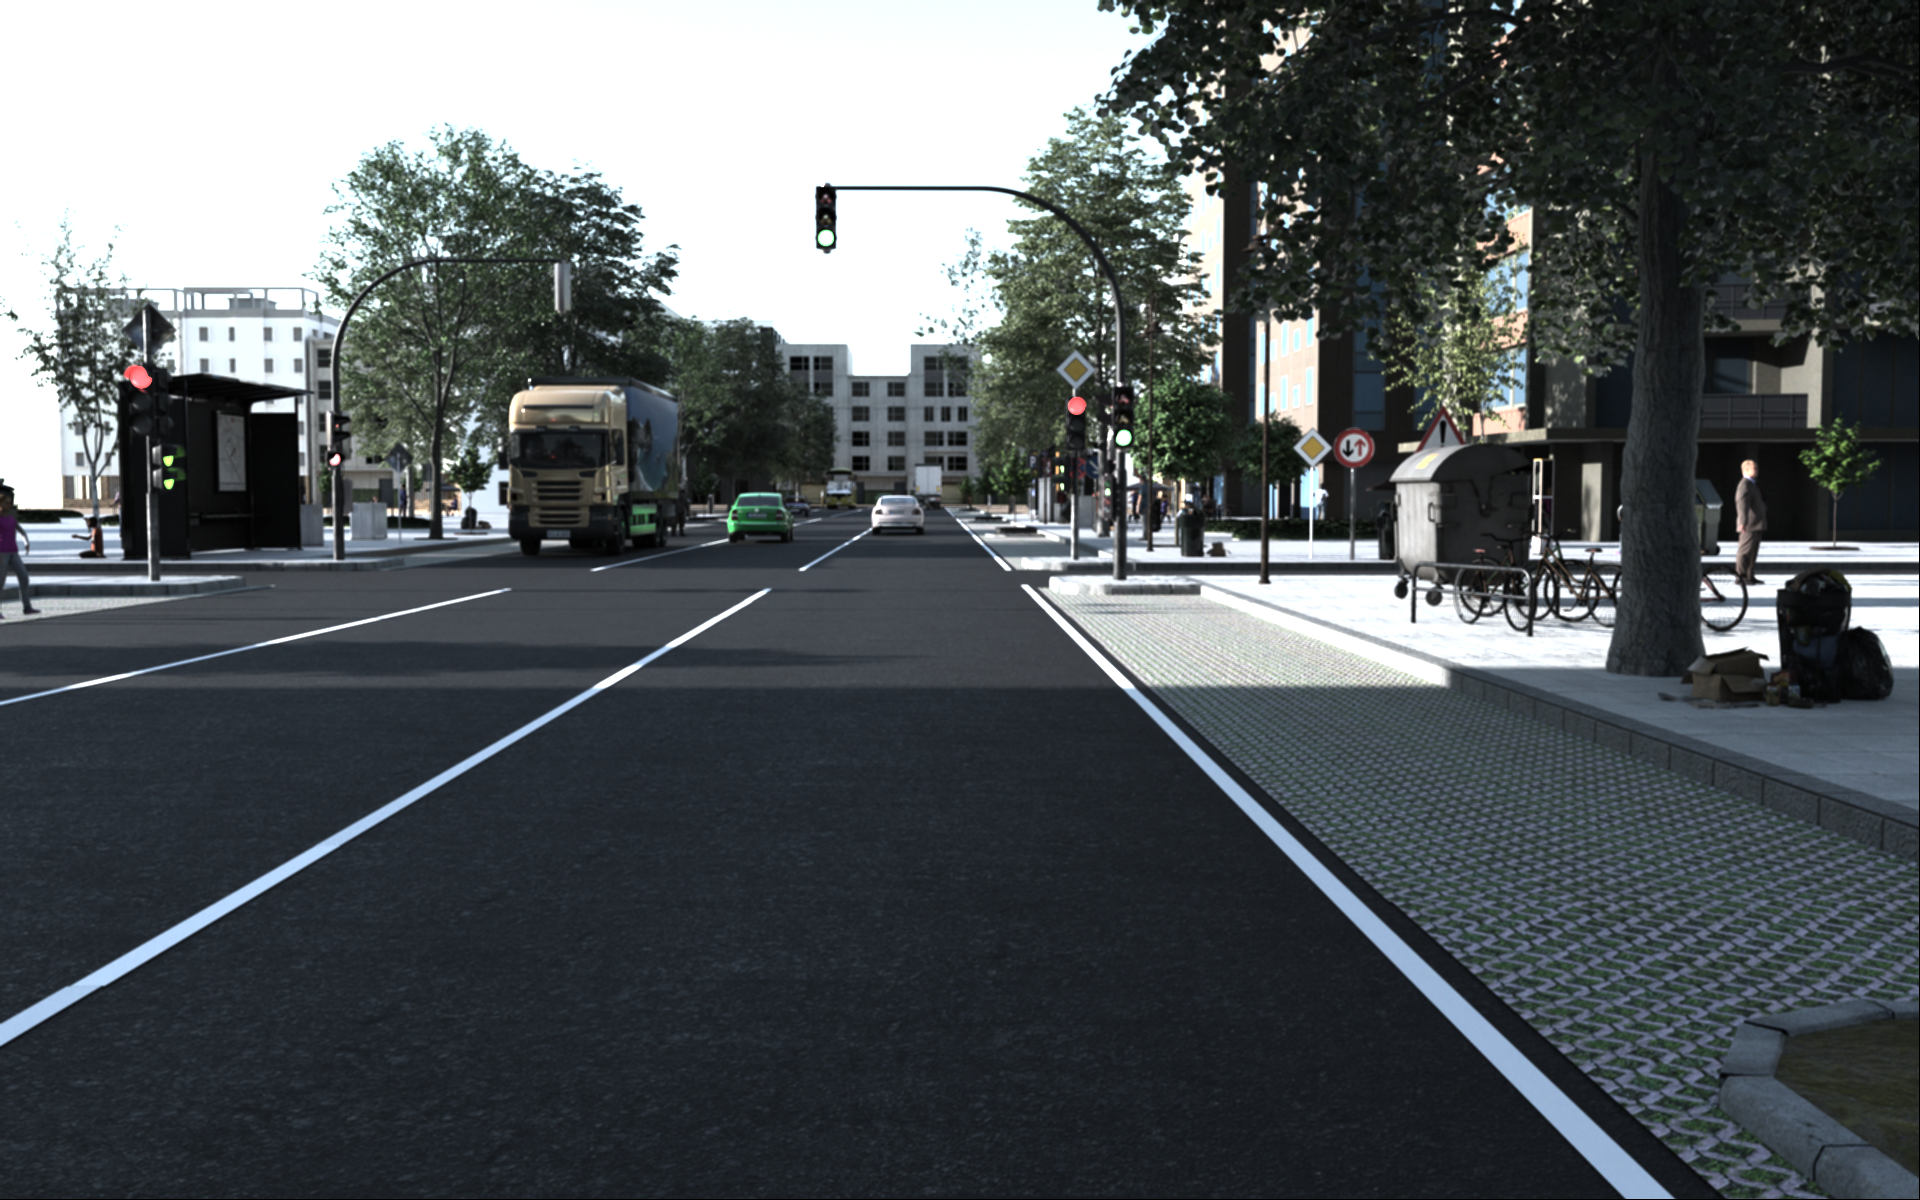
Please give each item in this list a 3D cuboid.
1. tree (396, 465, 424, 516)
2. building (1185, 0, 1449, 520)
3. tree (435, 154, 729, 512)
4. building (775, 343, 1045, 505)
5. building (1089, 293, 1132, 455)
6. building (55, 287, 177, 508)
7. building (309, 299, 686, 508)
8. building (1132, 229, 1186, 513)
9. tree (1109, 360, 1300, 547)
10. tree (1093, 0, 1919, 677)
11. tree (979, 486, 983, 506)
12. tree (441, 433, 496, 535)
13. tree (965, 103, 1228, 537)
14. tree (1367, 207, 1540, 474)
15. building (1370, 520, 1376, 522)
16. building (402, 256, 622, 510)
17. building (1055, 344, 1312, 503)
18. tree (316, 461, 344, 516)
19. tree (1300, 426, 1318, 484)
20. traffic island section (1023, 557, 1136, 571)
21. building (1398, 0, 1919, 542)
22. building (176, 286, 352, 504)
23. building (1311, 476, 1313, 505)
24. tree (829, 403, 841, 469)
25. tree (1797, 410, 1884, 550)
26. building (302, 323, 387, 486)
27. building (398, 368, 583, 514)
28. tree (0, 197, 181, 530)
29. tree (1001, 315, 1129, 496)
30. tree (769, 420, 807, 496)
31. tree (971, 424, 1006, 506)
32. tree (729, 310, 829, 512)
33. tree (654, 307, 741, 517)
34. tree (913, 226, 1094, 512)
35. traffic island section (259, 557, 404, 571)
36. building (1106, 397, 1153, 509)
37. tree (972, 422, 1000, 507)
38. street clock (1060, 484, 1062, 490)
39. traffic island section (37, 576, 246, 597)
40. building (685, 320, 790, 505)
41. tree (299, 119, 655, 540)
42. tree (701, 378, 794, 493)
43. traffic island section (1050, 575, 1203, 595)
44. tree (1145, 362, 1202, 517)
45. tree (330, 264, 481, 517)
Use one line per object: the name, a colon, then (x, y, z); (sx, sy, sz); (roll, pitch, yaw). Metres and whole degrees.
tree: (-32.449, -6.633, 103.055); (1.663, 3.219, 1.824); (0, 3, 0)
building: (21.203, -27.612, 101.563); (14.600, 45.320, 14.200); (0, 4, -1)
tree: (-15.114, -9.734, 65.810); (9.857, 13.997, 8.962); (0, 3, 0)
building: (-6.016, -21.124, 211.829); (31.486, 18.905, 16.747); (0, 4, -1)
building: (20.814, -19.113, 168.920); (16.016, 20.091, 11.380); (0, 4, -1)
building: (-76.583, -18.882, 165.145); (11.380, 20.091, 16.016); (0, 4, -1)
building: (-43.166, -18.275, 165.251); (31.486, 18.905, 16.747); (0, 4, -1)
building: (21.726, -16.705, 129.553); (16.016, 20.091, 11.380); (0, 4, -1)
tree: (5.383, -3.575, 42.158); (4.285, 4.588, 4.351); (0, 3, 0)
tree: (5.105, -6.450, 12.119); (9.857, 13.997, 8.962); (0, 3, 0)
tree: (2.333, -11.312, 179.553); (1.663, 3.219, 1.824); (0, 3, 0)
tree: (-15.368, -3.675, 54.684); (1.663, 3.219, 1.824); (0, 3, 0)
tree: (3.932, -8.147, 51.325); (7.486, 12.596, 7.792); (0, 3, 0)
tree: (12.339, -5.617, 42.205); (4.737, 8.622, 4.395); (0, 3, 0)
building: (21.929, -26.257, 79.413); (14.600, 45.320, 14.200); (0, 4, -1)
building: (-36.042, -17.478, 142.185); (16.016, 20.091, 11.380); (0, 4, -1)
building: (25.667, -21.205, 213.164); (31.486, 18.905, 16.747); (0, 4, -1)
tree: (-33.107, -5.865, 90.500); (1.663, 3.219, 1.824); (0, 3, 0)
tree: (11.818, -4.999, 65.448); (4.285, 4.588, 4.351); (0, 3, 0)
traffic island section: (2.269, -0.708, 33.857); (2.009, 0.180, 2.903); (0, 4, -1)
building: (29.519, -24.476, 54.802); (28.867, 44.769, 22.147); (0, 4, -1)
building: (-64.728, -18.838, 164.425); (11.380, 20.091, 16.016); (0, 4, -1)
building: (55.514, -16.350, 209.472); (28.070, 9.664, 9.099); (0, 4, -1)
tree: (-17.441, -17.078, 185.878); (9.857, 13.997, 8.962); (0, 3, 0)
tree: (20.268, -2.761, 39.752); (1.663, 3.219, 1.824); (0, 3, 0)
building: (-71.434, -22.801, 216.775); (32.646, 21.610, 27.936); (0, 4, -1)
building: (-31.054, -11.055, 122.895); (9.099, 9.664, 28.070); (0, 4, -1)
tree: (-21.613, -5.675, 43.148); (4.360, 8.622, 3.978); (0, 3, 0)
tree: (4.625, -7.207, 68.200); (4.360, 8.622, 3.978); (0, 3, 0)
tree: (-17.160, -13.409, 169.593); (4.737, 8.622, 4.395); (0, 3, 0)
tree: (3.168, -13.692, 174.222); (4.737, 8.622, 4.395); (0, 3, 0)
tree: (-15.982, -13.115, 121.083); (9.857, 13.997, 8.962); (0, 3, 0)
tree: (-15.685, -10.423, 96.176); (9.928, 11.665, 9.643); (0, 3, 0)
tree: (3.022, -16.317, 122.675); (12.611, 20.169, 13.585); (0, 3, 0)
traffic island section: (-12.071, -0.694, 33.627); (2.009, 0.180, 2.903); (0, 4, -1)
building: (17.925, -12.682, 149.501); (9.099, 9.664, 28.070); (0, 4, -1)
tree: (3.000, -13.209, 166.322); (4.360, 8.622, 3.978); (0, 3, 0)
street clock: (5.031, -5.121, 88.292); (0.358, 2.002, 0.471); (2, 4, 28)
traffic island section: (-11.940, -0.206, 25.643); (2.009, 0.180, 2.903); (0, 4, -1)
building: (-38.367, -22.797, 216.702); (32.646, 21.610, 27.936); (0, 4, -1)
tree: (-14.588, -7.496, 48.321); (9.928, 11.665, 9.643); (0, 3, 0)
tree: (-16.664, -12.423, 137.535); (7.601, 10.594, 8.767); (2, 4, 24)
traffic island section: (2.400, -0.220, 25.873); (2.009, 0.180, 2.903); (0, 4, -1)
tree: (11.829, -8.867, 95.339); (4.737, 8.622, 4.395); (0, 3, 0)
tree: (-27.189, -10.233, 85.444); (7.486, 12.596, 7.792); (0, 3, 0)
